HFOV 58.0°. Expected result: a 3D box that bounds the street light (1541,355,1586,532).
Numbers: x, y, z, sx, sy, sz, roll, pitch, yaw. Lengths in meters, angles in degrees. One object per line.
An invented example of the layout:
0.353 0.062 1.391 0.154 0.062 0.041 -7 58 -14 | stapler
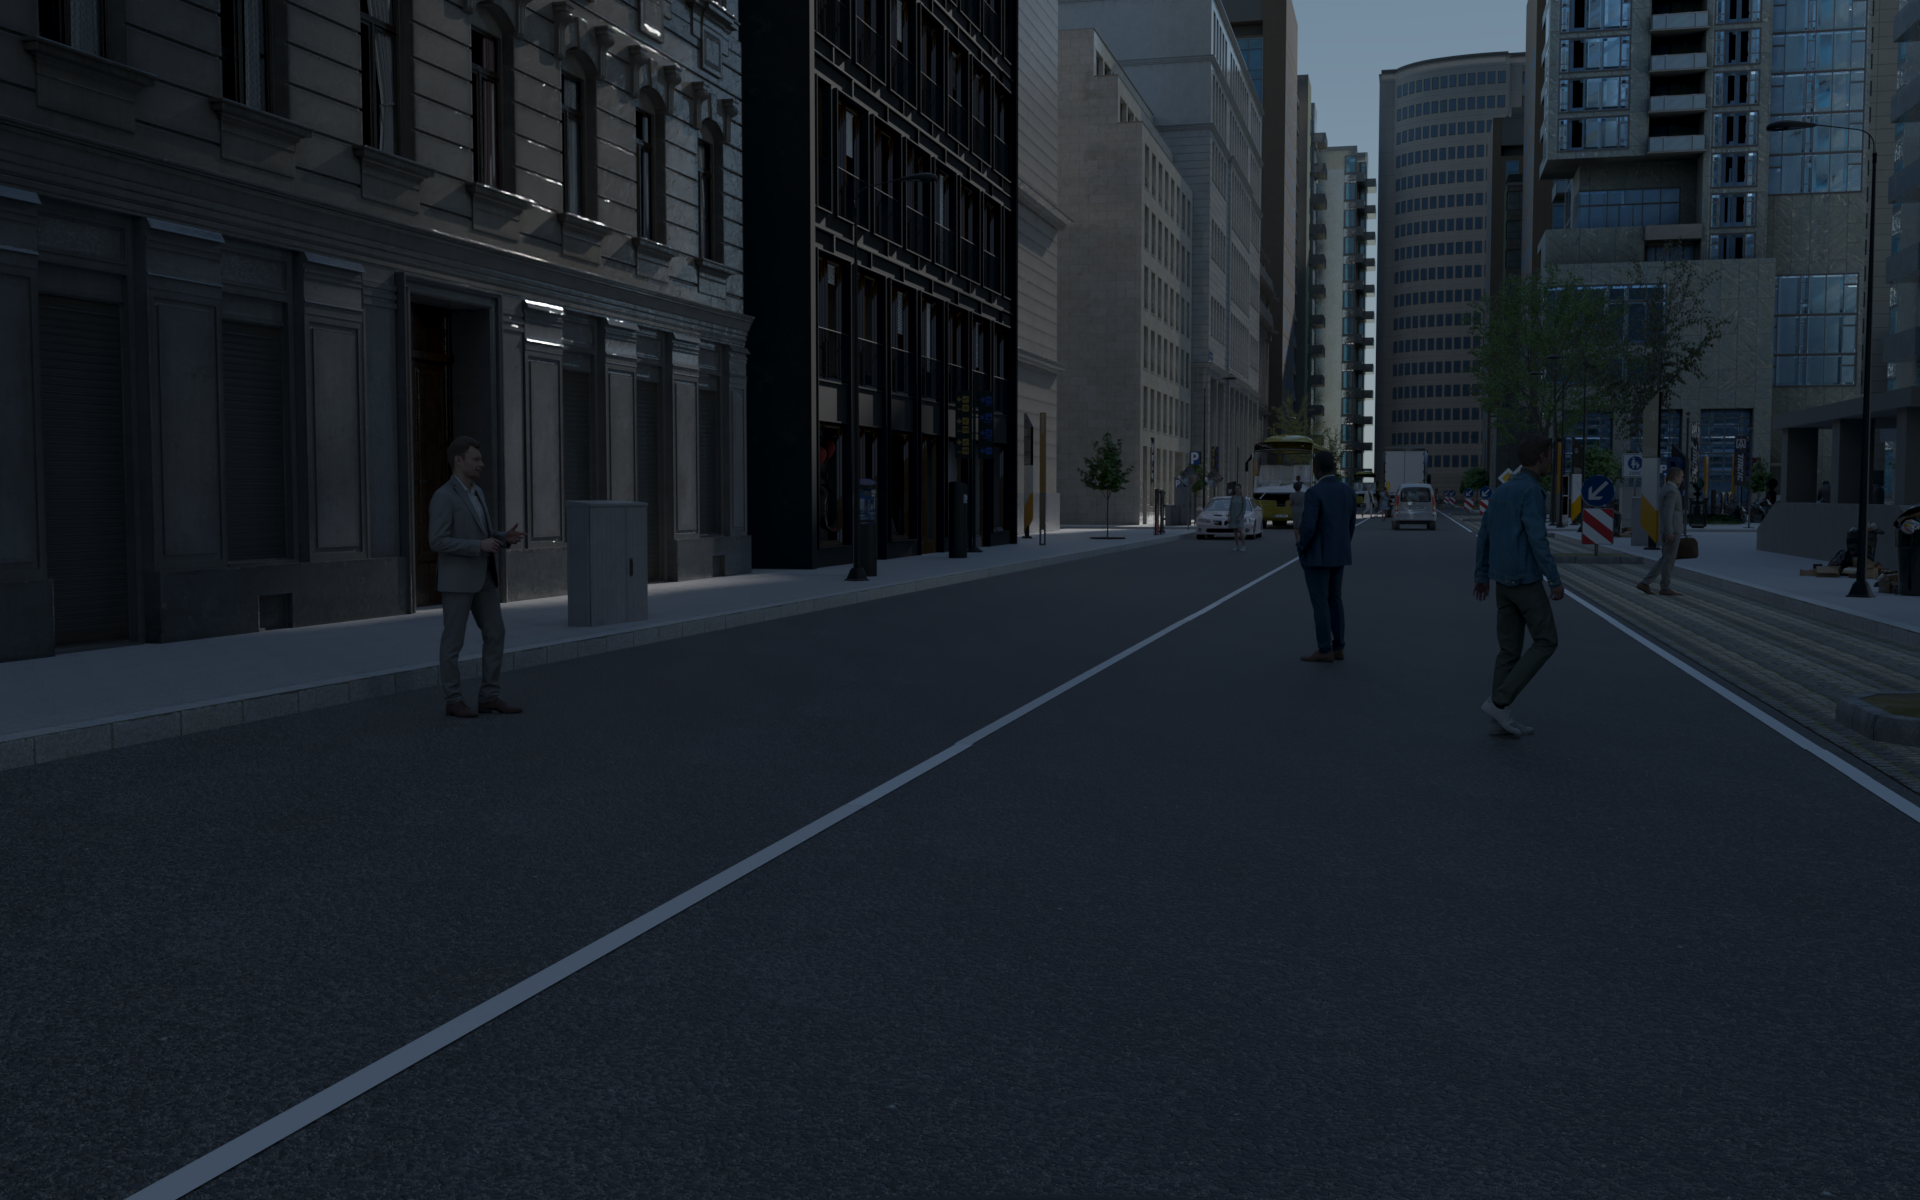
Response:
20.325 -5.228 58.017 1.470 5.913 1.316 1 4 15 | street light

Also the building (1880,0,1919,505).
55.418 -27.627 71.314 30.456 49.044 23.786 1 4 15 | building

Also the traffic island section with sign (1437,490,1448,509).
46.666 -9.546 164.697 1.989 1.847 2.006 1 4 15 | traffic island section with sign

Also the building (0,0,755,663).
-10.160 -10.449 19.997 9.793 20.994 18.267 1 4 15 | building

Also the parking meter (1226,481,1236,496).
12.224 -4.423 78.030 0.399 1.863 0.255 3 5 42 | parking meter

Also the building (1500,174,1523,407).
56.346 -23.566 157.008 14.160 30.474 14.107 1 4 15 | building

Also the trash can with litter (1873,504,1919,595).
12.055 -0.656 22.109 0.624 1.170 1.055 0 4 -3 | trash can with litter

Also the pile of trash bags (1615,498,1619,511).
36.607 -5.428 98.493 1.912 1.369 3.447 1 4 22 | pile of trash bags

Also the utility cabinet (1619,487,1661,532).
21.296 -2.790 54.292 1.173 1.500 0.318 0 4 1 | utility cabinet

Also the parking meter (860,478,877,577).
-1.480 -1.137 27.005 0.372 1.533 0.369 0 3 0 | parking meter

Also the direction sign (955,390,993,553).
0.316 -2.818 38.065 0.876 3.537 0.379 -1 4 -18 | direction sign

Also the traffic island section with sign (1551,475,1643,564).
13.153 -1.690 36.261 1.989 1.847 2.006 1 4 15 | traffic island section with sign

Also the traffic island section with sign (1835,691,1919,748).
6.346 -0.093 10.149 1.989 1.847 2.006 1 4 15 | traffic island section with sign

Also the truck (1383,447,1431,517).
28.183 -7.361 109.266 2.839 4.237 11.283 1 4 16 | truck

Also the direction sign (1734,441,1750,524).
33.761 -5.063 74.783 0.379 3.537 0.876 -1 4 -23 | direction sign

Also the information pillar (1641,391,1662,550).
15.888 -2.963 39.802 0.183 3.616 0.504 -1 4 -23 | information pillar

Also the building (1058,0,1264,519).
11.033 -19.875 102.446 11.434 29.767 29.804 1 4 15 | building

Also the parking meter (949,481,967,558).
-0.042 -1.607 34.690 0.372 1.533 0.369 0 3 0 | parking meter

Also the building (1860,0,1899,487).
90.294 -46.020 190.675 20.611 71.187 20.563 1 4 15 | building

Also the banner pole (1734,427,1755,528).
29.603 -4.609 65.376 0.401 3.779 0.863 -3 4 -38 | banner pole

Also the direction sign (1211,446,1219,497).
12.106 -5.523 82.298 0.379 3.537 0.876 2 4 30 | direction sign

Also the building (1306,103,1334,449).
27.524 -35.804 205.001 30.456 49.044 23.786 1 4 15 | building

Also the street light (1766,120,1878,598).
10.711 -2.998 21.562 1.470 5.913 1.316 1 4 15 | street light

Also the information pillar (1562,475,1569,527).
23.866 -3.916 68.515 0.304 2.012 0.304 -1 4 -9 | information pillar

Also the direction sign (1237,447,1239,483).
13.381 -5.593 83.436 0.379 3.537 0.876 0 4 7 | direction sign

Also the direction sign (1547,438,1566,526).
24.046 -4.780 70.142 0.876 3.537 0.379 2 4 34 | direction sign

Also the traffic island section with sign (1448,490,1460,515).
34.120 -6.605 116.619 1.989 1.847 2.006 1 4 15 | traffic island section with sign

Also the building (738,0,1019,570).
-6.462 -12.732 37.843 12.332 23.373 15.834 1 4 15 | building

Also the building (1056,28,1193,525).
4.518 -13.797 80.333 10.420 20.320 16.860 1 4 15 | building

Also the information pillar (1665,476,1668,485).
28.455 -3.979 69.547 0.304 2.012 0.304 2 4 28 | information pillar

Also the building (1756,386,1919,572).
32.172 -20.551 27.887 32.217 40.220 23.993 1 4 15 | building

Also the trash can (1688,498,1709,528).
27.678 -3.259 64.932 0.748 1.137 0.748 0 3 0 | trash can

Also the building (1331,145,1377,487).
41.409 -37.843 238.340 30.456 49.044 23.786 1 4 15 | building

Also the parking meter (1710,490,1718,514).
45.398 -5.863 104.265 0.372 1.533 0.369 0 3 0 | parking meter

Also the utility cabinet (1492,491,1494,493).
36.222 -6.640 117.235 0.318 1.500 1.173 0 4 0 | utility cabinet

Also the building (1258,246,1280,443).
16.207 -17.598 129.524 13.314 21.916 24.055 1 4 15 | building

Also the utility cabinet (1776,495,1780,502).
44.643 -5.117 94.819 0.306 1.237 1.020 -3 5 -39 | utility cabinet

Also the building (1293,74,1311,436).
25.837 -29.488 165.720 14.154 41.232 14.086 1 4 15 | building

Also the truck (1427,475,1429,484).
34.191 -8.379 132.927 3.469 3.379 9.791 1 4 16 | truck

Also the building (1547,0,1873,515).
49.357 -49.293 118.606 22.319 86.520 31.000 1 4 15 | building

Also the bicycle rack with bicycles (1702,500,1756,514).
42.757 -5.111 96.943 2.925 0.926 2.852 0 4 1 | bicycle rack with bicycles

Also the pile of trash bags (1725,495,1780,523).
35.815 -4.133 77.324 1.912 1.369 3.447 -3 5 -40 | pile of trash bags

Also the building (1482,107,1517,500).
68.098 -33.639 200.102 14.600 45.320 14.200 1 4 15 | building

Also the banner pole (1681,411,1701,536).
22.223 -3.830 52.629 0.863 3.779 0.401 -2 4 -33 | banner pole

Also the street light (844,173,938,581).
-1.005 -3.229 25.332 1.470 5.913 1.316 1 4 15 | street light

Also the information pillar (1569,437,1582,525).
25.383 -4.890 71.312 0.504 3.616 0.183 -2 4 -27 | information pillar

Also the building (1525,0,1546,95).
53.760 -30.091 142.101 14.600 45.320 14.200 1 4 15 | building

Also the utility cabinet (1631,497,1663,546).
17.129 -1.932 42.755 1.020 1.237 0.306 2 4 25 | utility cabinet

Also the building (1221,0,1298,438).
21.856 -30.670 151.568 14.600 45.320 14.200 1 4 15 | building

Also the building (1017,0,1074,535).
-8.839 -16.466 56.608 23.554 28.519 14.401 1 4 15 | building

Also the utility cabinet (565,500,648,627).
-3.487 -0.369 17.191 0.306 1.237 1.020 1 4 22 | utility cabinet

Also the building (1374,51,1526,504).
69.579 -42.020 229.033 28.212 58.520 21.231 1 4 15 | building

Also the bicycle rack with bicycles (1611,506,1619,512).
36.842 -4.912 93.686 2.852 0.926 2.925 0 4 -4 | bicycle rack with bicycles

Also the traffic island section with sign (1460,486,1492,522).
27.181 -4.979 90.032 1.989 1.847 2.006 1 4 15 | traffic island section with sign

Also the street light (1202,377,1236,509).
10.242 -5.886 68.774 1.470 5.913 1.316 1 4 15 | street light

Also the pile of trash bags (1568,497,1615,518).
33.702 -5.121 93.474 1.912 1.369 3.447 0 4 5 | pile of trash bags

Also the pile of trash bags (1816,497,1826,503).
49.742 -5.295 96.319 1.912 1.369 3.447 -3 5 -45 | pile of trash bags

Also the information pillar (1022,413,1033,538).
1.973 -3.587 49.995 0.183 3.616 0.504 -1 4 -23 | information pillar
